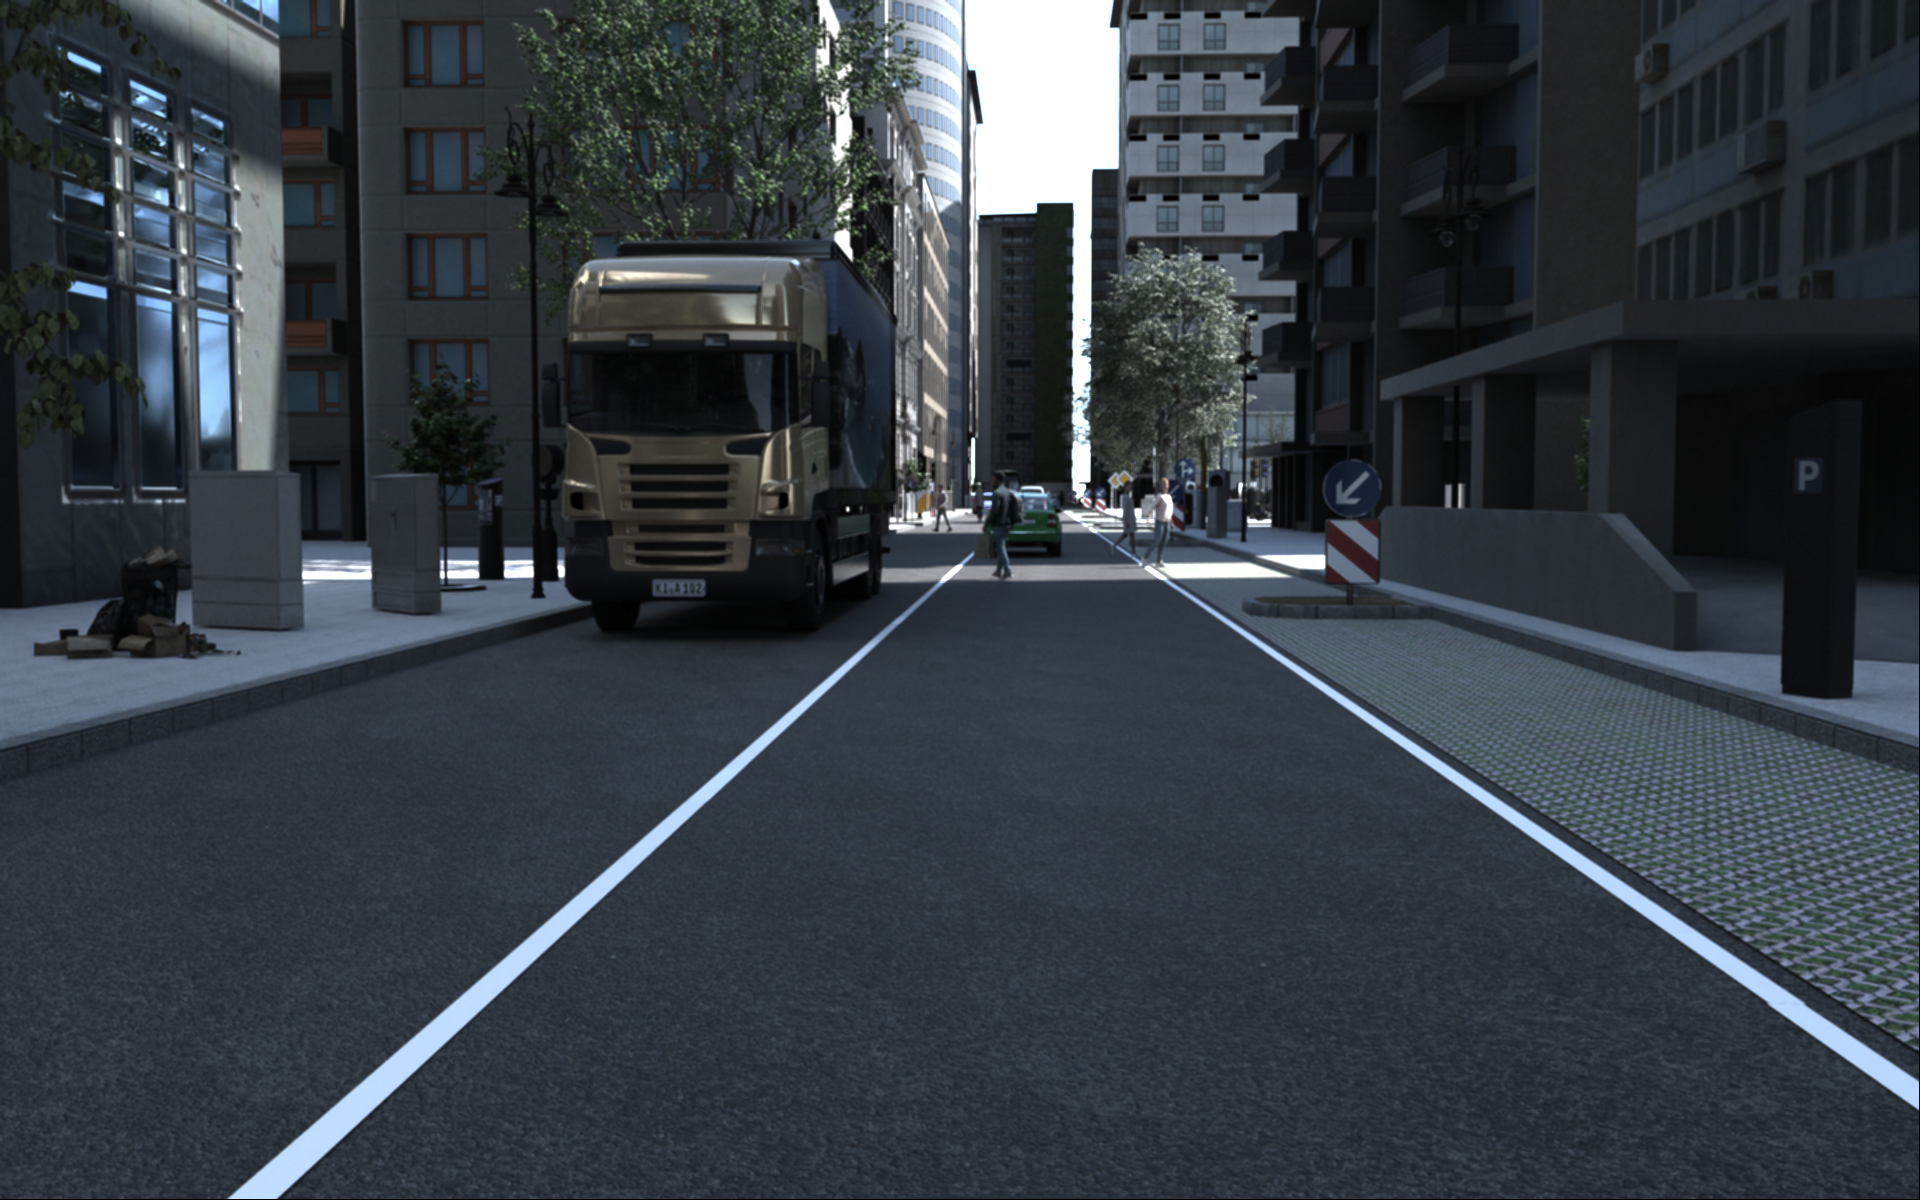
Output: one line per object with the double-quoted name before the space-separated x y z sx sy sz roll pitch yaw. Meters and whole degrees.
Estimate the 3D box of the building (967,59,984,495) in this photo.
"building" -11.255 -38.264 214.847 27.495 52.752 28.713 0 4 3

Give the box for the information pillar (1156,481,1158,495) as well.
"information pillar" 11.463 -5.837 99.932 0.304 2.012 0.304 -3 5 -42

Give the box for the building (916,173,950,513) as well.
"building" -11.309 -20.317 136.703 19.350 26.468 34.151 0 4 3

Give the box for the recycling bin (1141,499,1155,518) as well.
"recycling bin" 10.119 -4.920 92.996 0.722 1.027 0.722 1 4 15

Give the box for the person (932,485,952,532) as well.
"person" -0.664 -3.475 65.589 0.850 1.792 0.678 -2 4 -34

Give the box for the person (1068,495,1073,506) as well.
"person" 12.886 -11.518 200.038 0.991 1.433 0.599 2 4 25

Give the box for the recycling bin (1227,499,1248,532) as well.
"recycling bin" 9.459 -2.860 59.310 0.722 1.027 0.722 1 4 14

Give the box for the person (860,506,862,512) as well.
"person" -4.192 -3.820 73.547 0.523 1.515 0.503 -2 4 -34

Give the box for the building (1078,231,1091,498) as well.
"building" 31.472 -36.271 247.654 28.867 44.769 22.147 0 4 3

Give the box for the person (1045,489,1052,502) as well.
"person" 6.472 -7.304 127.943 0.581 1.822 0.654 1 4 11

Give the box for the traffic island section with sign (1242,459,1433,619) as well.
"traffic island section with sign" 4.425 -0.735 20.645 1.989 1.847 2.006 0 4 3

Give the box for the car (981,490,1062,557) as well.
"car" 1.467 -1.975 41.086 1.959 1.807 4.718 0 4 1

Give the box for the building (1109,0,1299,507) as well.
"building" 29.228 -35.354 167.276 28.713 52.752 27.495 0 4 3

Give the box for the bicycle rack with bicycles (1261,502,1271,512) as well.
"bicycle rack with bicycles" 19.500 -6.145 113.852 2.925 0.926 2.852 0 4 5

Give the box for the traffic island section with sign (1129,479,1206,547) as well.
"traffic island section with sign" 5.666 -2.382 47.572 1.989 1.847 2.006 0 4 3

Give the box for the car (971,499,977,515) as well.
"car" 1.886 -6.940 122.505 2.155 1.783 4.494 0 4 3

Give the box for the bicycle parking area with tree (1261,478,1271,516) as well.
"bicycle parking area with tree" 21.143 -7.237 105.328 8.231 4.147 9.016 0 4 6

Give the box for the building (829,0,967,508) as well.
"building" -10.412 -38.262 167.580 21.231 58.520 28.212 0 4 3

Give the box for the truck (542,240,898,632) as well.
"truck" -2.464 -1.991 21.467 2.839 4.237 11.283 0 4 3

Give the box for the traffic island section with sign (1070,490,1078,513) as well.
"traffic island section with sign" 9.485 -7.468 130.724 1.989 1.847 2.006 0 4 3

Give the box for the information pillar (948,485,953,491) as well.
"information pillar" -0.803 -8.301 140.220 0.304 2.012 0.304 2 4 35

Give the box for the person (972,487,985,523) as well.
"person" 0.885 -4.710 85.698 0.709 1.800 0.728 0 4 -4

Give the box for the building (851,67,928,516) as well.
"building" -9.559 -19.567 107.313 14.401 28.519 23.554 0 4 3

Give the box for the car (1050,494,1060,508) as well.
"car" 8.367 -9.138 161.413 2.014 1.417 4.499 0 4 5

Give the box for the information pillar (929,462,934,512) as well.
"information pillar" -1.950 -7.985 121.915 0.504 3.616 0.183 -1 4 -16

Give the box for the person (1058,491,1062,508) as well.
"person" 9.994 -10.072 173.631 0.568 1.767 0.683 -1 4 -15

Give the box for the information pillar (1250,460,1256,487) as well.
"information pillar" 19.853 -7.708 117.376 0.183 3.616 0.504 -2 4 -33

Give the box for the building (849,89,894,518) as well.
"building" -10.147 -15.789 87.820 12.332 23.373 15.834 0 4 3

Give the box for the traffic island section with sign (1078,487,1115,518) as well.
"traffic island section with sign" 8.223 -5.780 103.134 1.989 1.847 2.006 0 4 3

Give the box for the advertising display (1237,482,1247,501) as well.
"advertising display" 15.421 -5.479 94.790 0.123 1.923 0.974 3 4 36

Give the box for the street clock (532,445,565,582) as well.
"street clock" -6.037 -1.275 25.423 0.471 2.002 0.358 3 4 36

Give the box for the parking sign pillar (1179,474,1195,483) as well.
"parking sign pillar" 18.431 -9.311 140.707 1.447 3.967 1.447 0 4 4

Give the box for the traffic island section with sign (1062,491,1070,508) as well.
"traffic island section with sign" 11.779 -10.492 180.178 1.989 1.847 2.006 0 4 3

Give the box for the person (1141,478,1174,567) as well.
"person" 3.794 -1.503 33.742 0.598 1.740 0.731 2 4 29

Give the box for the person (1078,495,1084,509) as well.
"person" 11.634 -9.400 165.381 0.799 1.438 0.628 0 4 5

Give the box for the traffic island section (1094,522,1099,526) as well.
"traffic island section" 7.083 -3.440 78.532 2.009 0.180 2.903 0 4 3

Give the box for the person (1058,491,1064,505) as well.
"person" 12.874 -12.910 219.583 0.705 1.823 1.348 3 4 37

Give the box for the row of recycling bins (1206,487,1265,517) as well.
"row of recycling bins" 15.456 -5.629 99.148 3.534 1.692 1.069 0 4 -8

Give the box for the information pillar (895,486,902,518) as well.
"information pillar" -3.329 -5.471 93.947 0.304 2.012 0.304 2 4 31

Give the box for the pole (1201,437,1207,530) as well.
"pole" 8.787 -4.194 62.419 0.158 3.312 0.155 0 3 0

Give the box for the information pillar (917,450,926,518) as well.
"information pillar" -2.028 -6.091 90.941 0.504 3.616 0.183 0 4 -5

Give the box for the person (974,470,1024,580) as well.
"person" 0.635 -1.243 28.804 0.794 1.824 0.713 -3 5 -40

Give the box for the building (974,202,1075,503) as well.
"building" 9.030 -34.324 244.787 14.086 41.232 14.154 0 4 3

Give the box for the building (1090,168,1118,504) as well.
"building" 23.508 -32.786 219.638 14.154 41.232 14.086 0 4 3

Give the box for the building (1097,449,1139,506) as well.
"building" 27.320 -53.999 195.556 22.319 86.520 31.000 0 4 3

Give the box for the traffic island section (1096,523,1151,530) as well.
"traffic island section" 6.715 -2.953 70.555 2.009 0.180 2.903 0 4 3

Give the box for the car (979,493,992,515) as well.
"car" 2.018 -6.217 111.241 1.945 1.707 3.694 0 4 1

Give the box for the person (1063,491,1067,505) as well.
"person" 13.527 -13.338 226.560 1.348 1.826 0.705 2 4 23

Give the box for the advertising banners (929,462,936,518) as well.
"advertising banners" -1.514 -6.039 94.922 0.090 3.025 2.074 1 4 9

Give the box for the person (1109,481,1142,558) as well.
"person" 3.738 -1.818 38.968 0.760 1.731 0.466 -1 4 -22

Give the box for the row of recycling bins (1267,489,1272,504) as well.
"row of recycling bins" 21.373 -7.248 125.610 3.534 1.692 1.069 2 4 27

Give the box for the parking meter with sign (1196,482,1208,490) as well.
"parking meter with sign" 15.497 -7.014 110.946 1.738 3.016 0.543 3 5 41

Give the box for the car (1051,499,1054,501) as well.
"car" 5.551 -6.768 122.453 2.131 1.459 4.920 0 4 4
